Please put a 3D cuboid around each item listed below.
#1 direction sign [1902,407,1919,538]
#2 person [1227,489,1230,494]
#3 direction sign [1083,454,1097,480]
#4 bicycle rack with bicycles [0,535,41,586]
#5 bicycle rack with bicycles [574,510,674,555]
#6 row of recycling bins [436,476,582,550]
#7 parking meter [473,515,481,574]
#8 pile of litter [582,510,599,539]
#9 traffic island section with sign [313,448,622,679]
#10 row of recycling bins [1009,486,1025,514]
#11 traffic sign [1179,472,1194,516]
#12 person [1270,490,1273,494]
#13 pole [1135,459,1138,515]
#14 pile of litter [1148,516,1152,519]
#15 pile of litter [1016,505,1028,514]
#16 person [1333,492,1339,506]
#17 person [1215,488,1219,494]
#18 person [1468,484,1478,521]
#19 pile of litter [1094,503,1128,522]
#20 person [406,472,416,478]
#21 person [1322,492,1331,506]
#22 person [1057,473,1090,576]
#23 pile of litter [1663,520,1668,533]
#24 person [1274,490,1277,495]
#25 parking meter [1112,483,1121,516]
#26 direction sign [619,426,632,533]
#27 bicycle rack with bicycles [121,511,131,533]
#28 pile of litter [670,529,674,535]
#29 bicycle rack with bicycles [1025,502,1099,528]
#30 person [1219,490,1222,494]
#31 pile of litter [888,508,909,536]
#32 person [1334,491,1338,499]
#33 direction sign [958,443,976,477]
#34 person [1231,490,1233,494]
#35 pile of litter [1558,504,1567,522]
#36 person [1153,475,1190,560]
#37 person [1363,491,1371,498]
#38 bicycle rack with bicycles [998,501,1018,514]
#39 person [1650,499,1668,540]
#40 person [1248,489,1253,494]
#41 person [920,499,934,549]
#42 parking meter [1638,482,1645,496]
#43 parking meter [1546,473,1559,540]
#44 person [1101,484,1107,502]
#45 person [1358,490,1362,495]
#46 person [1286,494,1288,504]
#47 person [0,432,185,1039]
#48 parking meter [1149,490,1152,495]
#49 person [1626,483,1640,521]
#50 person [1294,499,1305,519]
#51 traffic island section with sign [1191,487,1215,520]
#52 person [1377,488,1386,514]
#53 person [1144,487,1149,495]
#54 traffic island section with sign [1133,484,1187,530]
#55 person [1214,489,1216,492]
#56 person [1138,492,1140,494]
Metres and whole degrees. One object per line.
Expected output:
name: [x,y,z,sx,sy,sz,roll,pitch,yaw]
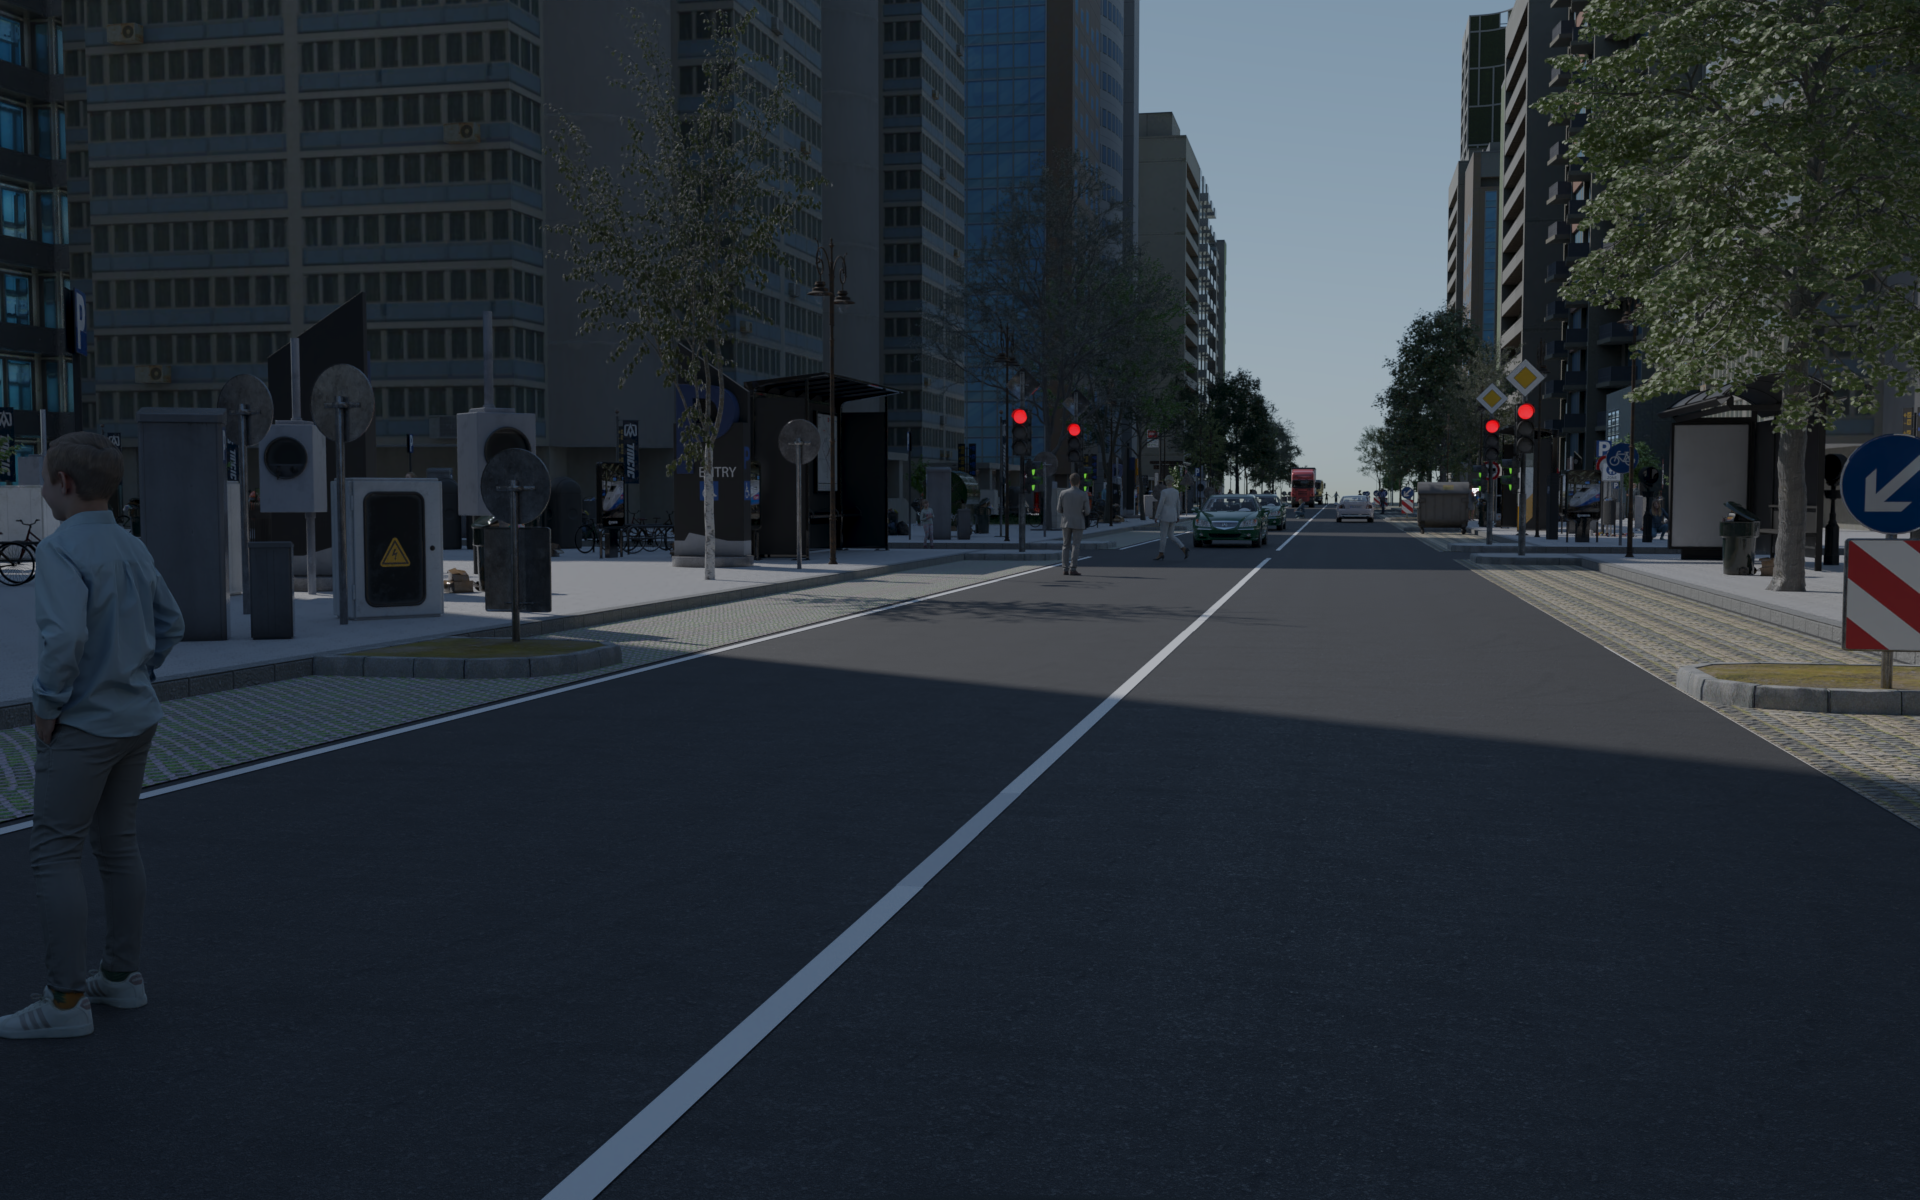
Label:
direction sign: [24.880,-3.254,45.200,0.379,3.537,0.876,-1,4,-10]
person: [28.248,-10.723,181.384,0.705,1.821,1.348,3,4,36]
direction sign: [7.353,-6.487,98.057,0.876,3.537,0.379,-2,4,-24]
bicycle rack with bicycles: [-13.636,-0.629,23.674,2.925,0.926,2.852,0,4,6]
bicycle rack with bicycles: [-7.029,-1.496,37.849,2.925,0.926,2.852,-2,4,-35]
row of recycling bins: [-10.630,-2.037,40.420,3.534,1.692,1.069,-1,4,-14]
parking meter: [-7.613,-1.183,27.749,0.372,1.533,0.369,0,3,0]
pile of litter: [-11.027,-2.176,49.547,1.719,0.858,1.176,-3,5,-40]
traffic island section with sign: [-3.918,-0.348,14.318,1.989,1.847,2.006,1,4,12]
row of recycling bins: [2.880,-5.314,93.995,1.069,1.692,3.534,0,4,-4]
traffic sign: [13.198,-6.168,100.850,0.884,2.594,0.081,1,4,18]
person: [23.237,-7.362,129.545,0.721,1.739,1.217,-2,4,-34]
pole: [10.126,-6.450,99.300,0.158,3.312,0.155,0,3,0]
pile of litter: [10.196,-4.554,88.420,1.176,0.858,1.719,1,4,13]
pile of litter: [3.050,-4.028,79.827,1.176,0.858,1.719,-1,4,-20]
person: [44.829,-12.071,206.648,0.721,1.735,1.217,-3,4,-36]
person: [19.299,-7.591,130.872,0.721,1.735,1.217,-2,4,-32]
person: [24.594,-4.687,83.039,0.532,1.782,0.716,-1,4,-14]
pile of litter: [7.037,-3.999,79.357,1.719,0.858,1.176,3,4,36]
person: [-12.255,-1.981,38.850,0.534,1.772,0.576,-3,5,-41]
person: [45.845,-12.681,216.545,1.217,1.735,0.721,1,4,21]
person: [2.029,-1.340,30.613,0.606,1.804,0.583,1,4,14]
pile of litter: [24.043,-2.660,57.460,1.719,0.858,1.176,0,4,-6]
person: [43.804,-14.396,241.284,0.599,1.838,0.709,1,4,19]
parking meter: [8.148,-5.164,90.136,0.399,1.863,0.255,2,4,31]
direction sign: [-11.058,-4.010,57.561,0.876,3.537,0.379,3,4,38]
bicycle rack with bicycles: [-24.797,-2.487,54.052,2.925,0.926,2.852,-2,4,-35]
pile of litter: [-8.733,-2.517,55.123,1.176,0.858,1.719,2,4,24]
bicycle rack with bicycles: [4.073,-3.247,66.468,2.925,0.926,2.852,0,4,-5]
person: [26.248,-10.308,175.510,0.756,1.711,0.436,0,4,5]
pile of litter: [-2.275,-2.429,53.680,1.719,0.858,1.176,-1,4,-18]
person: [54.442,-14.796,250.287,0.709,1.838,0.599,3,5,39]
direction sign: [0.313,-5.235,77.589,0.876,3.537,0.379,2,4,24]
person: [30.592,-11.473,194.446,0.721,1.723,1.217,-2,4,-27]
pile of litter: [27.830,-4.046,80.113,1.176,0.858,1.719,-1,4,-21]
person: [4.554,-1.771,37.339,0.818,1.842,0.514,2,4,29]
person: [53.672,-13.484,228.943,1.348,1.826,0.705,1,4,17]
bicycle rack with bicycles: [2.918,-4.723,90.604,2.925,0.926,2.852,1,4,11]
person: [19.554,-2.246,48.260,1.012,1.151,0.738,1,4,10]
person: [22.182,-7.554,132.002,1.348,1.824,0.705,3,5,42]
person: [-0.790,-1.890,43.686,0.394,1.301,0.425,3,4,38]
parking meter: [33.852,-4.916,86.094,0.255,1.863,0.399,1,4,12]
parking meter: [16.686,-2.633,48.765,0.255,1.863,0.399,0,4,3]
person: [8.297,-5.638,98.088,0.638,1.841,0.748,0,4,-5]
person: [31.128,-7.722,135.277,0.721,1.766,1.217,-1,4,-20]
person: [40.749,-12.507,216.218,0.599,1.433,0.991,1,4,14]
person: [-2.394,0.338,4.777,0.330,1.601,0.589,1,4,15]
parking meter: [13.100,-6.730,118.440,0.372,1.533,0.369,0,3,0]
person: [32.521,-4.739,83.695,0.590,1.801,0.661,-1,4,-18]
person: [19.664,-5.291,100.513,0.738,1.151,1.012,1,4,20]
traffic island section with sign: [13.717,-5.279,94.935,1.989,1.847,2.006,1,4,12]
person: [29.962,-7.029,123.289,0.599,1.838,0.709,-1,4,-9]
person: [16.212,-8.790,149.387,0.705,1.869,1.348,3,4,37]
traffic island section with sign: [7.964,-3.668,68.598,1.989,1.847,2.006,1,4,12]
person: [28.244,-11.381,192.213,0.705,1.812,1.348,0,4,6]
person: [13.728,-7.857,135.184,1.217,1.739,0.721,1,4,20]
